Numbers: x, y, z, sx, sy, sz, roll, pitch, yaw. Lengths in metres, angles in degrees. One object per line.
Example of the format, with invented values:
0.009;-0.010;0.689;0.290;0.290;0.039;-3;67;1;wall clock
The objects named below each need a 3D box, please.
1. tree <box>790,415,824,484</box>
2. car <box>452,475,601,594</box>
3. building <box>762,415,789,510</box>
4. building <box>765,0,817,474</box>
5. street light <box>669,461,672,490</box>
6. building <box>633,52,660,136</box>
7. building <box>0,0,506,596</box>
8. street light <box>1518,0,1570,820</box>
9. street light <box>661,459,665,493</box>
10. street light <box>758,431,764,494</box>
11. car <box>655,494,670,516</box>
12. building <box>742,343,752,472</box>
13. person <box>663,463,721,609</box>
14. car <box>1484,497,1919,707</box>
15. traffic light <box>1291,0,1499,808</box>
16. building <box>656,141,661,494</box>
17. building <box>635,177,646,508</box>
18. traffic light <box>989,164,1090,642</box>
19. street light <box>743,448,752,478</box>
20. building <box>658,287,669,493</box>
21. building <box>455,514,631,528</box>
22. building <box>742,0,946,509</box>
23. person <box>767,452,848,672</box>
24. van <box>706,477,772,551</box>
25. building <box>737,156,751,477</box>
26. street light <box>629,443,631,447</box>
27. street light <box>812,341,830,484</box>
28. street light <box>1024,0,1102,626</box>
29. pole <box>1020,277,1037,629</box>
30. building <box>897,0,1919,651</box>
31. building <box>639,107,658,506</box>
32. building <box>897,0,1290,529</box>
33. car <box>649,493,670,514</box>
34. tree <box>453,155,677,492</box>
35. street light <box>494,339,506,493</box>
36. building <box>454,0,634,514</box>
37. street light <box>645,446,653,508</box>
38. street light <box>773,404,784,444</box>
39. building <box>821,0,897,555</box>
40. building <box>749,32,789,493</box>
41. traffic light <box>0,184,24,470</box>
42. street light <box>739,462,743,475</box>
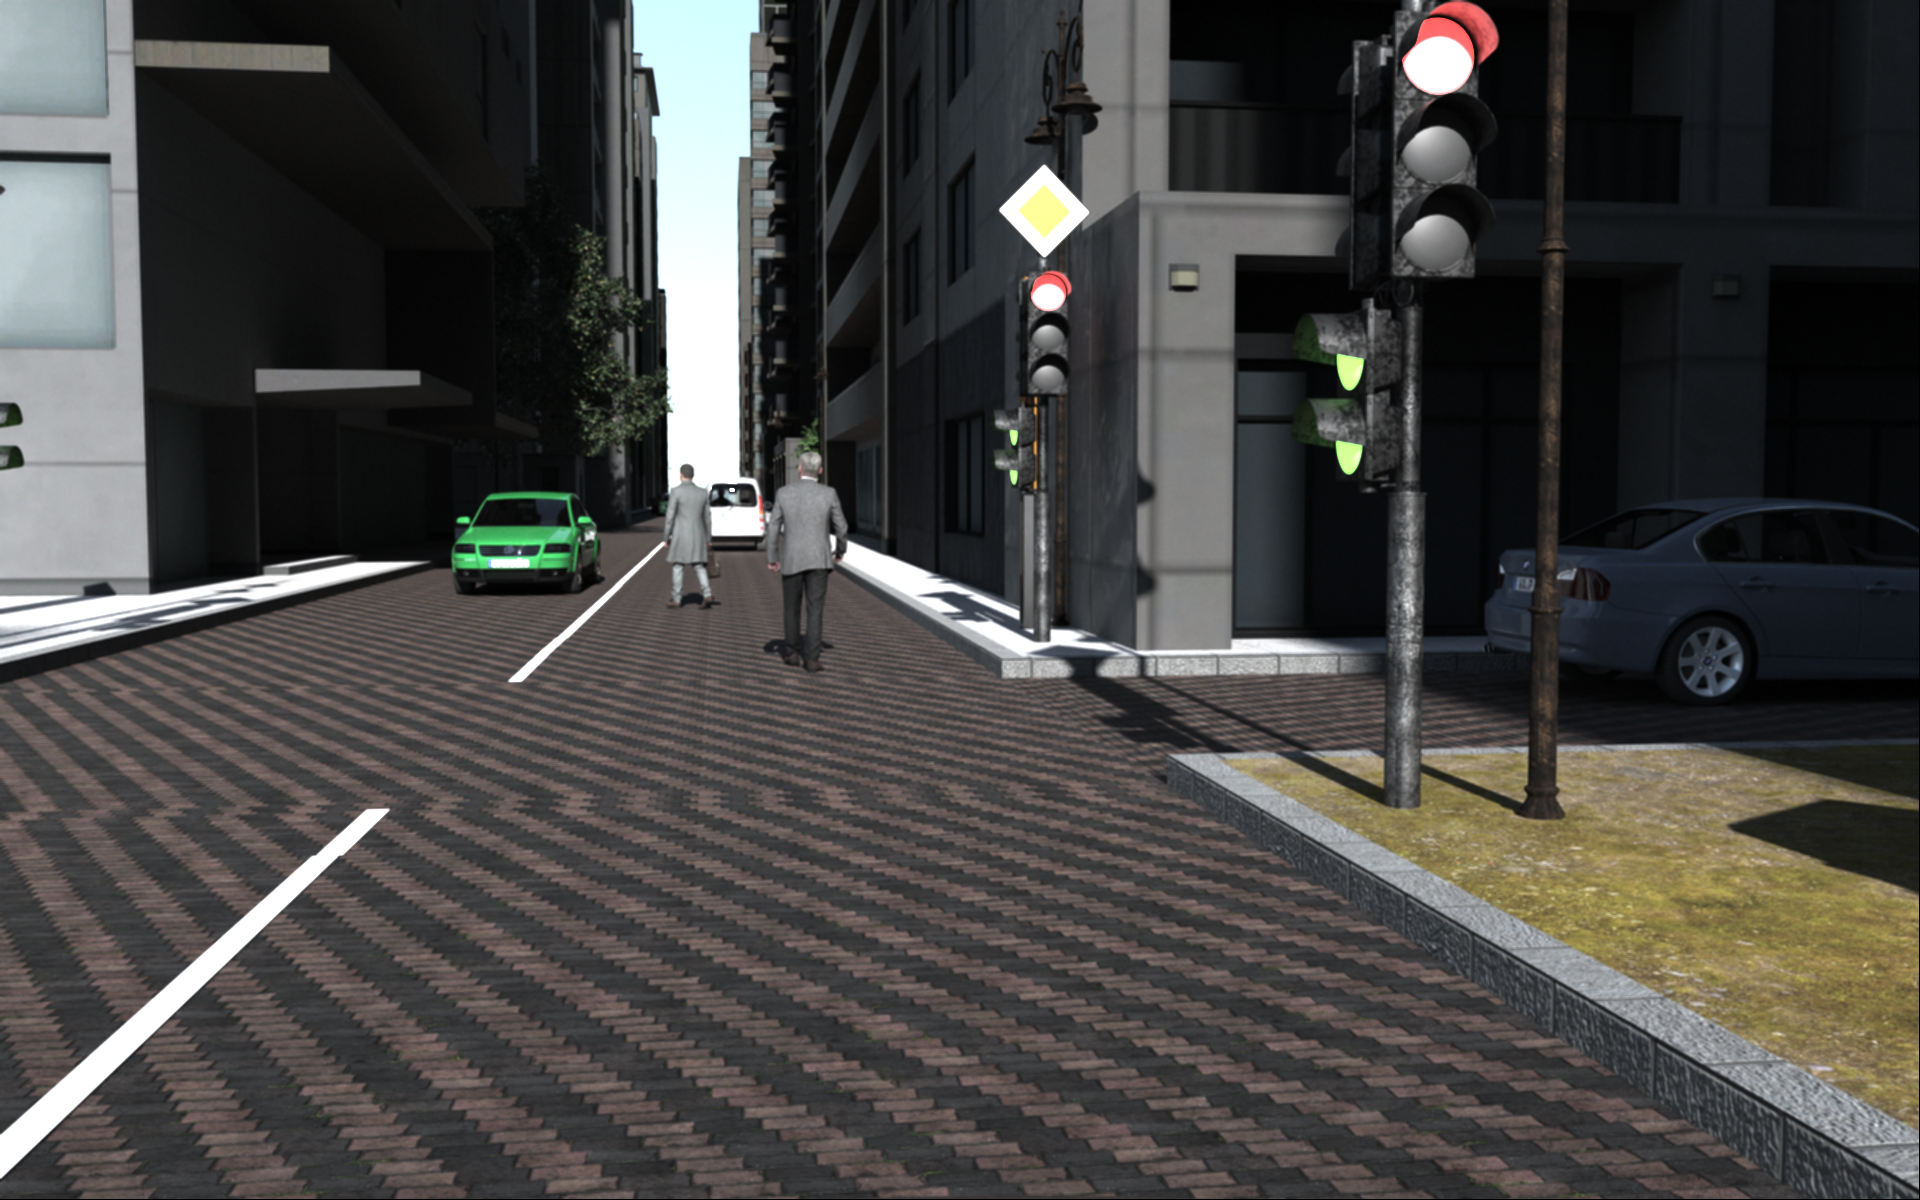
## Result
-4.337;-4.749;61.357;4.285;4.588;4.351;0;3;0;tree
-6.496;-1.064;26.196;1.959;1.807;4.718;0;4;-6;car
-4.125;-50.313;135.285;22.319;86.520;31.000;0;4;-8;building
-0.665;-27.641;106.561;22.147;44.769;28.867;0;4;-8;building
-40.910;-16.642;244.888;0.468;5.910;1.993;0;4;-8;street light
-51.085;-37.986;210.308;28.713;52.752;27.495;0;4;-8;building
-22.954;-27.016;30.950;28.713;52.752;27.495;0;4;-8;building
2.317;-2.076;6.725;0.468;5.910;1.993;0;4;-8;street light
-35.743;-14.428;208.690;0.468;5.910;1.993;0;4;-8;street light
-14.654;-9.456;127.394;0.468;5.910;1.993;0;4;-8;street light
-18.687;-6.154;112.412;2.131;1.459;4.920;0;4;-7;car
-12.773;-22.564;213.966;27.650;21.520;28.899;0;4;-8;building
-3.391;-0.798;21.648;0.694;1.812;0.767;-3;4;-37;person
6.163;-0.039;12.640;4.499;1.417;2.014;-1;4;-8;car
1.802;-1.107;7.020;0.839;4.253;0.868;0;4;-8;traffic light
-40.559;-31.045;191.177;14.154;41.232;14.086;0;4;-8;building
-34.868;-23.156;150.304;14.160;30.474;14.107;0;4;-8;building
0.693;-1.591;14.928;0.839;4.253;0.868;0;4;-8;traffic light
-21.387;-12.384;175.262;0.468;5.910;1.993;0;4;-8;street light
-46.693;-28.227;233.208;14.160;30.474;14.107;0;4;-8;building
-21.060;-23.657;70.380;14.154;41.232;14.086;0;4;-8;building
-13.355;-45.821;187.419;20.563;71.187;20.611;0;4;-8;building
-1.263;-0.328;14.260;0.661;1.777;0.834;-1;4;-9;person
-5.857;-2.304;44.676;2.013;2.044;4.112;0;4;-8;van
-19.573;-37.553;237.700;21.300;48.544;21.600;0;4;-8;building
-24.234;-9.396;126.412;0.468;5.910;1.993;0;4;-8;street light
-4.207;-4.879;52.558;0.468;5.910;1.993;0;4;-8;street light
0.973;-2.686;16.697;0.468;5.910;1.993;0;4;-8;street light
0.663;-1.381;16.420;0.158;3.312;0.155;0;3;0;pole
10.233;-35.795;23.499;20.611;71.187;20.563;0;4;-8;building
-38.757;-30.185;177.115;14.154;41.232;14.086;0;4;-8;building
1.892;-39.205;79.248;20.563;71.187;20.611;0;4;-8;building
-21.885;-7.292;128.265;2.155;1.783;4.494;0;4;-7;car
-14.818;-8.617;57.901;9.611;12.733;9.660;0;3;0;tree
-13.483;-4.742;50.321;0.468;5.910;1.993;0;4;-8;street light
-32.744;-27.634;135.405;14.154;41.232;14.086;0;4;-8;building
-29.286;-11.593;162.328;0.468;5.910;1.993;0;4;-8;street light
-9.521;-7.251;91.337;0.468;5.910;1.993;0;4;-8;street light
7.528;-25.862;46.548;21.300;48.544;21.600;0;4;-8;building
-12.067;-29.033;158.277;14.154;41.232;14.086;0;4;-8;building
-7.932;-1.516;13.706;0.839;4.253;0.868;0;4;-8;traffic light
-26.434;-14.578;211.141;0.468;5.910;1.993;0;4;-8;street light
